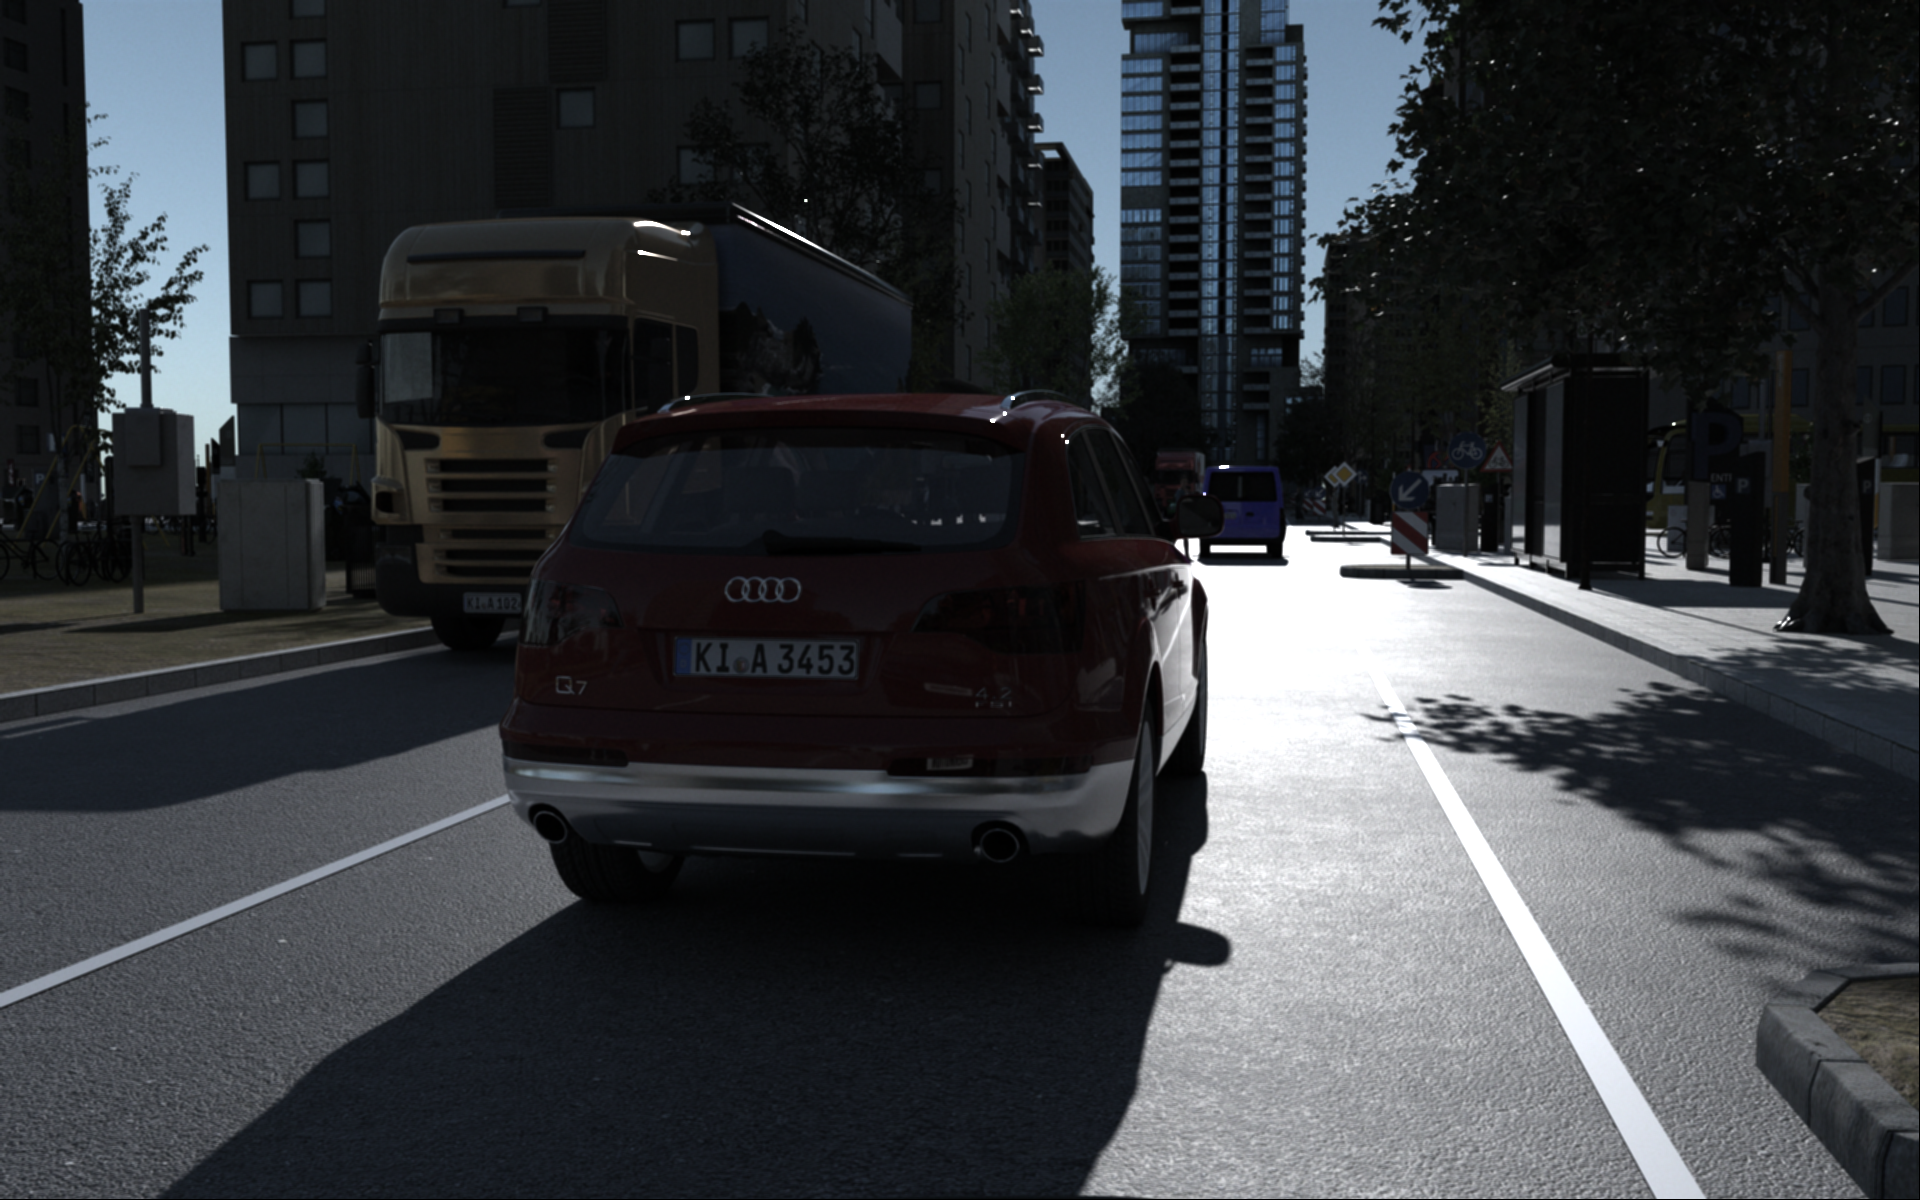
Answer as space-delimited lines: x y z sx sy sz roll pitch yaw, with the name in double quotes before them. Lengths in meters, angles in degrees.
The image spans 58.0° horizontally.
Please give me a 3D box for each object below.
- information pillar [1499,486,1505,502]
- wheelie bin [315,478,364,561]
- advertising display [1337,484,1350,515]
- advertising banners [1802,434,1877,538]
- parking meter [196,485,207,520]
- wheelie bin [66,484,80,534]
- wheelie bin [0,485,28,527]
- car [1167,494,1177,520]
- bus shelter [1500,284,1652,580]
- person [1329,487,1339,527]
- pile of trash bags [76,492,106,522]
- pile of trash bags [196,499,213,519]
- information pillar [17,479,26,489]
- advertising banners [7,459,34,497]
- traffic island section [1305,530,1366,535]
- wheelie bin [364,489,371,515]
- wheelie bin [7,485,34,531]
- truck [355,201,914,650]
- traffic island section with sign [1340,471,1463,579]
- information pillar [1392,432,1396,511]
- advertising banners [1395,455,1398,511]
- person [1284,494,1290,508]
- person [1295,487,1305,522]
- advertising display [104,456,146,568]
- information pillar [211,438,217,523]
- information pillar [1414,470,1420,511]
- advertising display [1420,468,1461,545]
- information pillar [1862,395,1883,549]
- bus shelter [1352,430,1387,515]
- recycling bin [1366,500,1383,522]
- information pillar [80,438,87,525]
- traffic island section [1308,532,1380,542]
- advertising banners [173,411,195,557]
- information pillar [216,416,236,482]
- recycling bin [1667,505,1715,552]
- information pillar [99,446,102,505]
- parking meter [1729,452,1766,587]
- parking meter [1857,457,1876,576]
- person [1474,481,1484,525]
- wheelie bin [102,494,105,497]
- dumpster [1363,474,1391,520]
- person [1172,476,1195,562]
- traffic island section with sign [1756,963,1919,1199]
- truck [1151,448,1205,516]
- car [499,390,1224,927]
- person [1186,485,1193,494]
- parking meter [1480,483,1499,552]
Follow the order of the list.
"information pillar" 28.297 -5.264 90.553 0.304 2.012 0.304 0 4 5
"wheelie bin" -12.206 -1.561 33.430 0.980 1.594 0.693 1 4 20
"advertising display" 24.026 -6.328 108.681 0.123 1.923 0.974 -3 5 -43
"advertising banners" 25.118 -3.261 49.513 2.074 3.025 0.090 3 5 43
"parking meter" -35.554 -4.623 81.294 0.255 1.863 0.399 0 4 0
"wheelie bin" -28.815 -2.927 55.766 0.980 1.594 0.693 2 4 27
"wheelie bin" -39.711 -3.948 72.454 0.980 1.594 0.693 -2 4 -25
"car" 12.450 -5.303 95.505 1.959 1.807 4.718 1 4 12
"bus shelter" 10.639 -3.196 29.884 2.179 5.291 8.768 1 4 10
"person" 16.289 -4.089 75.532 0.466 1.800 0.511 -1 4 -13
"pile of trash bags" -40.386 -4.328 80.513 1.912 1.369 3.447 0 4 -2
"pile of trash bags" -37.968 -4.774 87.804 3.447 1.369 1.912 -3 5 -41
"information pillar" -45.444 -4.857 83.903 0.304 2.012 0.304 -1 4 -13
"advertising banners" -46.881 -5.524 86.512 2.074 3.025 0.090 2 4 27
"traffic island section" 13.143 -2.352 60.732 2.009 0.180 2.903 1 4 10
"wheelie bin" -13.574 -1.905 39.051 0.693 1.594 0.980 -1 4 -18
"wheelie bin" -32.875 -3.237 60.837 0.693 1.594 0.980 -3 4 -38
"truck" -2.922 -1.846 19.095 2.839 4.237 11.283 1 4 11
"traffic island section with sign" 7.673 -1.321 30.225 1.989 1.847 2.006 1 4 10
"information pillar" 16.445 -4.542 65.619 0.183 3.616 0.504 1 4 15
"advertising banners" 19.289 -4.913 76.510 0.090 3.025 2.074 1 4 17
"person" 34.300 -10.696 183.477 1.348 1.812 0.705 0 4 5
"person" 17.443 -4.900 89.039 0.534 1.772 0.576 -1 4 -16
"advertising display" -14.512 -1.524 30.128 0.123 1.923 0.974 0 4 7
"information pillar" -31.028 -4.954 72.360 0.183 3.616 0.504 2 4 31
"information pillar" 14.127 -2.982 53.243 0.304 2.012 0.304 -2 4 -27
"advertising display" 11.962 -2.322 43.182 0.974 1.923 0.123 1 4 23
"information pillar" 21.384 -3.017 40.679 0.183 3.616 0.504 -1 4 -21
"bus shelter" 25.306 -7.884 106.531 2.179 5.291 8.768 1 4 10
"recycling bin" 19.099 -4.105 79.678 0.722 1.027 0.722 1 4 9
"information pillar" -36.215 -4.904 71.528 0.183 3.616 0.504 -3 4 -38
"traffic island section" 11.730 -1.871 52.872 2.009 0.180 2.903 1 4 10
"advertising banners" -16.229 -2.444 36.152 0.090 3.025 2.074 -2 4 -33
"information pillar" -21.888 -3.698 51.823 0.504 3.616 0.183 1 4 14
"recycling bin" 16.367 -1.605 38.795 0.722 1.027 0.722 -2 4 -29
"information pillar" -42.424 -5.751 85.377 0.183 3.616 0.504 -3 4 -38
"parking meter" 10.905 -1.119 24.015 0.255 1.863 0.399 -2 4 -33
"parking meter" 14.122 -1.315 27.218 0.399 1.863 0.255 -1 4 -20
"person" 16.400 -2.853 55.051 0.656 1.842 0.836 1 4 19
"wheelie bin" -54.003 -6.139 108.284 0.980 1.594 0.693 -1 4 -21
"dumpster" 20.574 -5.035 84.821 1.502 2.255 1.985 1 4 10
"person" 4.689 -1.723 36.694 0.581 1.822 0.654 -3 5 -39
"traffic island section with sign" 2.899 0.302 3.695 1.989 1.847 2.006 1 4 10
"truck" 13.771 -7.314 108.504 2.839 4.237 11.283 1 4 11
"car" -0.055 0.076 7.423 2.281 1.827 5.304 1 4 11
"person" 9.254 -3.716 69.604 0.721 1.781 0.623 -2 4 -25
"parking meter" 11.831 -1.853 38.701 0.372 1.533 0.369 0 3 0
